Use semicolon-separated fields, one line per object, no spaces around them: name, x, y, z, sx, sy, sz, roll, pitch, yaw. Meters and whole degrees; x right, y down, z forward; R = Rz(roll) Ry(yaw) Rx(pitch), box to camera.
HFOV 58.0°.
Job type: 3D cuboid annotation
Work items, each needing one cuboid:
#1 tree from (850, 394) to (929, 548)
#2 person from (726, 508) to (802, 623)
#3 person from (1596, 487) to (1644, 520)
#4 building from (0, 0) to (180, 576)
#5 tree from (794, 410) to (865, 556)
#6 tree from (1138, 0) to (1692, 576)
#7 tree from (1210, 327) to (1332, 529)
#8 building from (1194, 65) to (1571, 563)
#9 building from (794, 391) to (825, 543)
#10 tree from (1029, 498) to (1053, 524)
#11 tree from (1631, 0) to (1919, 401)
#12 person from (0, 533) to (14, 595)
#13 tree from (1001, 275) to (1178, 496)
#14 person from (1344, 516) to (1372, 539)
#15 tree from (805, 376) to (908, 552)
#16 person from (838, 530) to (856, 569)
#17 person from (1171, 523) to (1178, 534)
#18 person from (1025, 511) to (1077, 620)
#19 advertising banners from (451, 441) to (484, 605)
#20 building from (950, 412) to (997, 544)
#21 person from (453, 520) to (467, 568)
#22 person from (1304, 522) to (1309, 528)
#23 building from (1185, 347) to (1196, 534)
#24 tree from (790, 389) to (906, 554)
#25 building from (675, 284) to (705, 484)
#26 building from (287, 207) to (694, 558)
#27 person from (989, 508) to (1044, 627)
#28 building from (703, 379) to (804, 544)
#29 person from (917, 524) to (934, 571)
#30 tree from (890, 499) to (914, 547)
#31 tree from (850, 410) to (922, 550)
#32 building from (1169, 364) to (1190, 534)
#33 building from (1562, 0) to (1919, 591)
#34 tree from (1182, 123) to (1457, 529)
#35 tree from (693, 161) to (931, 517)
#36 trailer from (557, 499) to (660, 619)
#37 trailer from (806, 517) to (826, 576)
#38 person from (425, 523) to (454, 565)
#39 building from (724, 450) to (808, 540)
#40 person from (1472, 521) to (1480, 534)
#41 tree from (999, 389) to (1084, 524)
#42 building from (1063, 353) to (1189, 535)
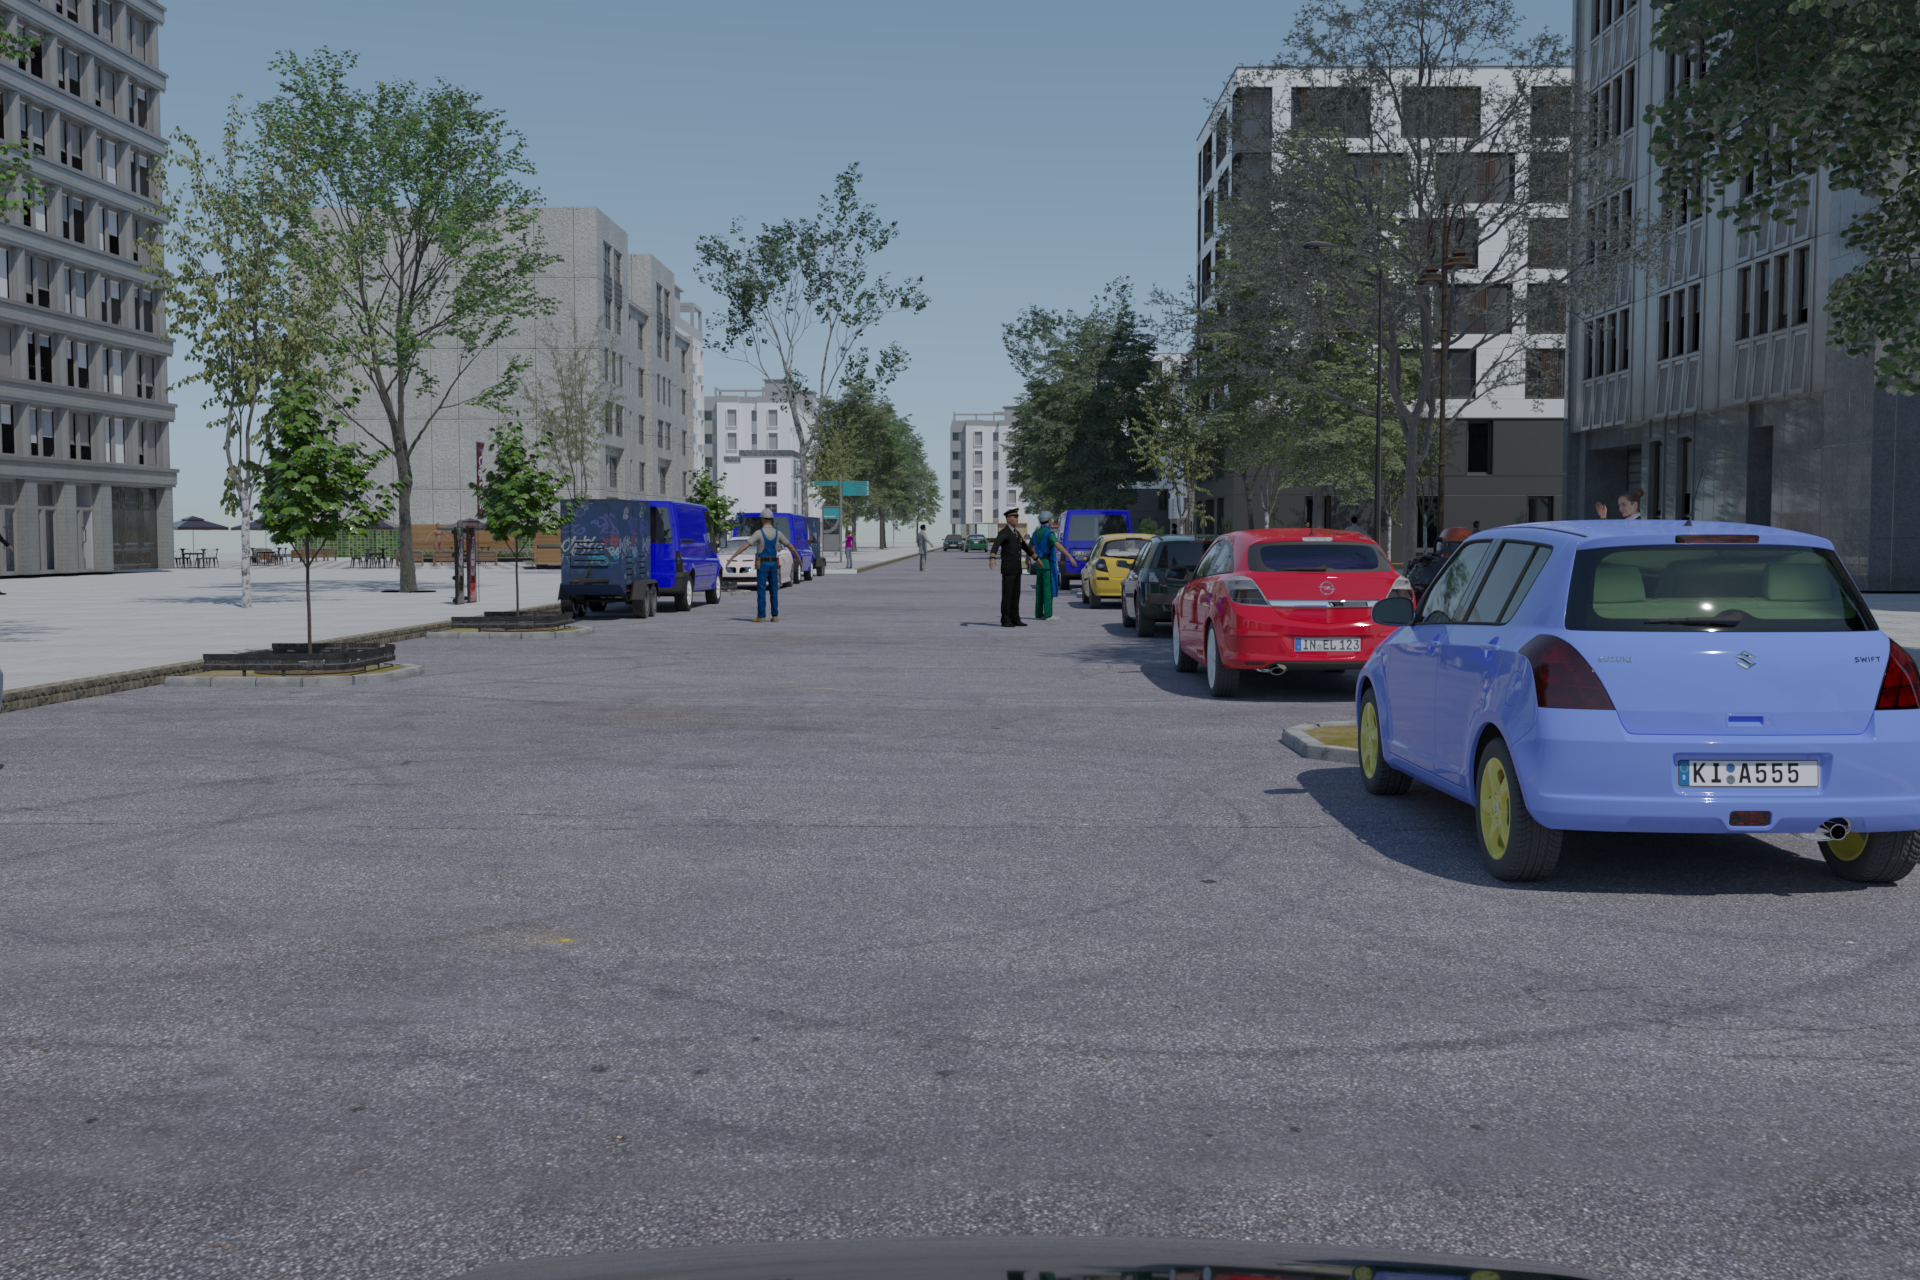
tree;-6.939;-15.290;156.650;9.857;13.997;8.962;0;3;0
person;-3.146;-1.213;28.151;1.347;1.847;0.705;-2;4;-31
person;6.268;-0.598;16.616;0.445;1.727;0.742;-2;4;-25
building;-30.909;-12.476;50.651;8.464;21.280;15.925;0;4;1
tree;-7.447;-9.261;101.782;4.737;8.622;4.395;0;3;0
tree;9.268;-7.631;35.140;12.009;13.543;11.850;0;3;0
tree;10.071;-6.589;58.094;4.360;8.622;3.978;0;3;0
building;26.202;-15.182;92.203;27.936;21.610;32.646;0;4;1
building;-24.139;-22.802;229.237;16.016;20.090;11.380;0;4;1
tree;8.934;-12.970;162.429;4.360;8.622;3.978;0;3;0
tree;9.450;-6.520;13.255;9.857;13.997;8.962;0;3;0
person;-20.217;-1.846;36.226;0.704;1.823;1.345;0;4;-5
tree;9.644;-16.560;126.644;12.611;20.169;13.585;0;3;0
person;11.816;-2.802;51.972;1.344;1.810;0.704;0;4;4
tree;-7.545;-12.581;123.822;7.486;12.596;7.792;0;3;0
person;-4.154;-3.350;64.035;0.599;1.433;0.991;3;4;37
person;10.729;-4.953;87.119;0.704;1.843;1.345;1;4;23
person;1.449;-1.239;28.842;0.704;1.817;1.347;-2;4;-34
advertising banners;-9.103;-2.201;32.179;0.090;3.025;2.074;0;4;1
building;-1.164;-24.510;259.609;11.380;20.090;16.016;0;4;5
person;-18.896;-3.635;65.553;0.705;1.813;1.348;-3;5;-39
person;14.868;-4.158;74.210;0.704;1.802;1.346;3;5;41
building;28.440;-18.717;136.953;19.493;23.208;18.063;0;4;1
tree;-7.002;-10.755;110.253;8.767;10.594;7.601;2;4;31
building;-26.494;-16.824;131.495;16.016;20.090;11.380;0;4;1
building;-27.817;-14.876;109.679;16.747;18.905;31.486;0;4;1
person;0.819;-1.123;26.753;0.705;1.837;1.347;3;4;37
building;-25.373;-21.741;211.882;16.016;20.090;11.380;0;4;1
person;-1.398;-3.563;66.898;0.705;1.806;1.347;-2;4;-26
tree;-6.211;-13.322;168.175;4.737;8.622;4.395;0;3;0
tree;-6.574;-13.300;143.203;9.928;11.665;9.643;0;3;0
building;28.135;-20.405;190.042;16.016;20.090;11.380;0;4;1
building;25.605;-14.002;46.195;12.078;24.872;19.932;0;4;1
tree;10.110;-7.998;48.891;7.486;12.596;7.792;0;3;0
tree;-7.690;-14.282;89.392;12.611;20.169;13.585;0;3;0
trailer;-6.017;-1.339;28.948;1.471;1.999;3.904;0;4;1
trailer;-5.376;-3.139;58.374;1.471;1.999;3.904;0;4;1
person;-21.568;-3.970;71.712;1.217;1.733;0.721;-3;5;-39
building;-20.908;-14.959;186.732;9.099;9.664;28.070;0;4;1
person;17.990;-3.260;60.053;0.721;1.744;1.215;2;4;33
tree;8.117;-14.537;144.335;9.857;13.997;8.962;0;3;0
building;26.373;-22.498;211.813;27.936;21.610;32.646;0;4;1
